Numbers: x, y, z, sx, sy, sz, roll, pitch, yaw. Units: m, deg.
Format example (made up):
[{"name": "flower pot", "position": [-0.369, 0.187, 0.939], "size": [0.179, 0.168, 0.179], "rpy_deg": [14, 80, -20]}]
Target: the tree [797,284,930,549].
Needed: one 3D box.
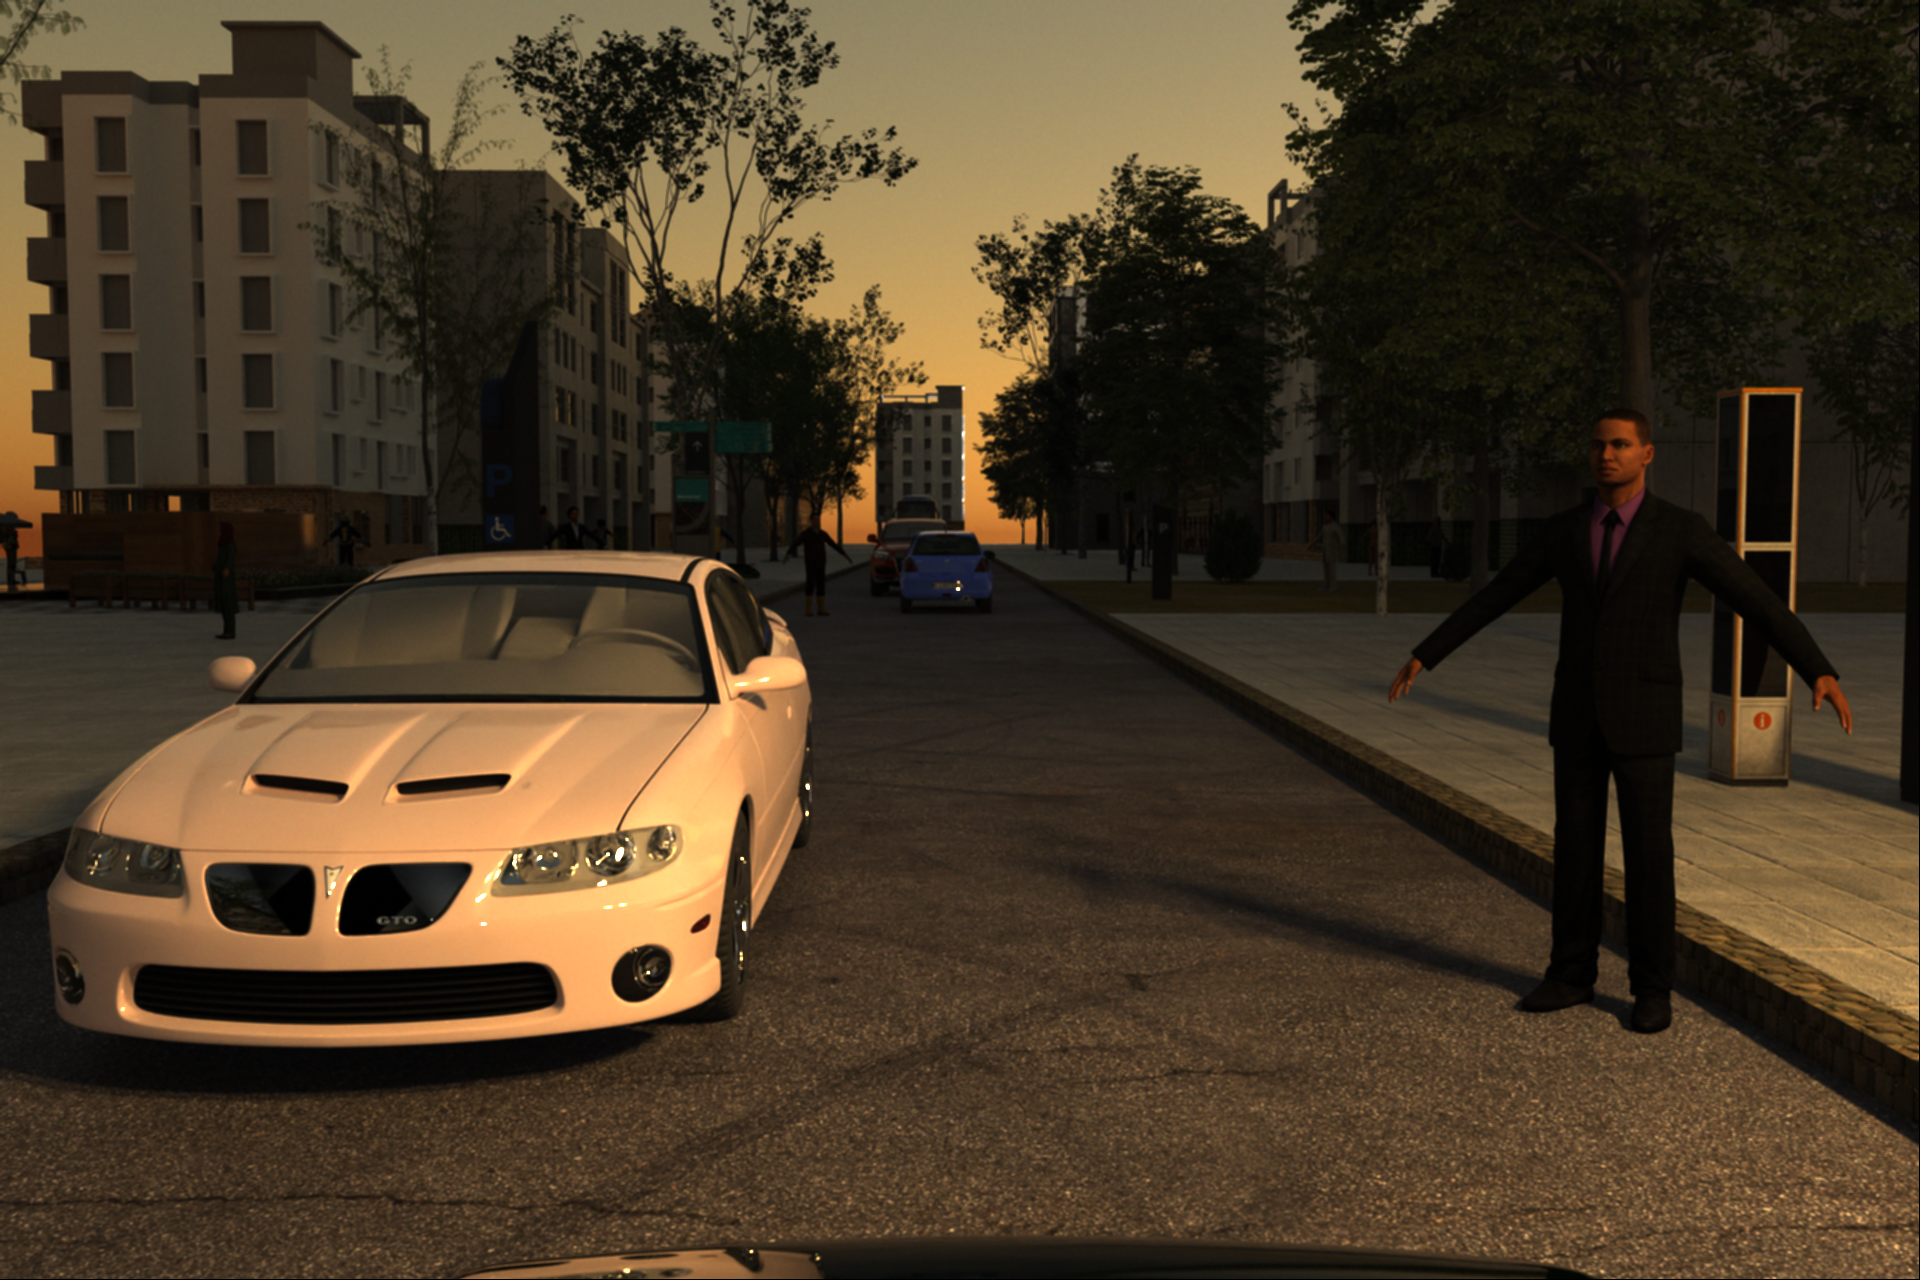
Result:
[{"name": "tree", "position": [-8.707, -16.898, 132.163], "size": [12.611, 20.169, 13.585], "rpy_deg": [0, 3, 0]}]

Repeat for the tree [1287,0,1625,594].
[{"name": "tree", "position": [10.674, -7.246, 36.601], "size": [7.486, 12.596, 7.792], "rpy_deg": [0, 3, 0]}]

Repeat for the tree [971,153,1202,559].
[{"name": "tree", "position": [6.526, -14.196, 87.989], "size": [12.611, 20.169, 13.585], "rpy_deg": [0, 3, 0]}]

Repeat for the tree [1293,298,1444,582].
[{"name": "tree", "position": [11.146, -5.834, 45.744], "size": [4.737, 8.622, 4.395], "rpy_deg": [0, 3, 0]}]

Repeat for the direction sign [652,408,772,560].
[{"name": "direction sign", "position": [-5.249, -2.965, 37.240], "size": [2.525, 3.948, 1.411], "rpy_deg": [0, 4, -1]}]

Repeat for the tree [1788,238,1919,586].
[{"name": "tree", "position": [22.334, -5.621, 42.262], "size": [4.737, 8.622, 4.395], "rpy_deg": [0, 3, 0]}]

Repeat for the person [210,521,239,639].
[{"name": "person", "position": [-9.052, -0.734, 21.212], "size": [0.599, 1.438, 0.989], "rpy_deg": [-2, 4, -32]}]

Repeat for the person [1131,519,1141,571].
[{"name": "person", "position": [6.011, -3.333, 60.457], "size": [0.705, 1.833, 1.349], "rpy_deg": [2, 4, 23]}]

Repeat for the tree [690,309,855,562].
[{"name": "tree", "position": [-8.742, -9.457, 80.378], "size": [9.928, 11.665, 9.643], "rpy_deg": [0, 3, 0]}]

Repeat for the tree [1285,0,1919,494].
[{"name": "tree", "position": [6.554, -6.032, 16.756], "size": [7.486, 12.596, 7.792], "rpy_deg": [0, 3, 0]}]

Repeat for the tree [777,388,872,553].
[{"name": "tree", "position": [-9.486, -11.749, 117.849], "size": [9.928, 11.665, 9.643], "rpy_deg": [0, 3, 0]}]

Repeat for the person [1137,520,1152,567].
[{"name": "person", "position": [7.285, -3.769, 67.553], "size": [0.705, 1.837, 1.347], "rpy_deg": [-2, 4, -34]}]

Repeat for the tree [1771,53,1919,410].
[{"name": "tree", "position": [21.235, -7.555, 33.890], "size": [12.009, 13.543, 11.850], "rpy_deg": [0, 3, 0]}]

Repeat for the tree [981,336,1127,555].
[{"name": "tree", "position": [6.399, -12.080, 107.880], "size": [12.009, 13.543, 11.850], "rpy_deg": [0, 3, 0]}]

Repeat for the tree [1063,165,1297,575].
[{"name": "tree", "position": [6.841, -8.310, 53.996], "size": [7.486, 12.596, 7.792], "rpy_deg": [0, 3, 0]}]

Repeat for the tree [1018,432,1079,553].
[{"name": "tree", "position": [5.620, -10.261, 118.122], "size": [4.360, 8.622, 3.978], "rpy_deg": [0, 3, 0]}]

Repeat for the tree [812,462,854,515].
[{"name": "tree", "position": [-18.358, -18.986, 220.785], "size": [12.009, 13.543, 11.850], "rpy_deg": [0, 3, 0]}]

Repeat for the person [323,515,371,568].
[{"name": "person", "position": [-18.145, -2.779, 51.208], "size": [1.354, 1.856, 0.705], "rpy_deg": [-1, 4, -11]}]

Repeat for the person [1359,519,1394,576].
[{"name": "person", "position": [12.861, -2.862, 53.589], "size": [0.721, 1.733, 1.217], "rpy_deg": [-3, 5, -43]}]

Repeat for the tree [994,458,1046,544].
[{"name": "tree", "position": [7.919, -18.009, 220.202], "size": [9.928, 11.665, 9.643], "rpy_deg": [0, 3, 0]}]

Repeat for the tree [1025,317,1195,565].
[{"name": "tree", "position": [6.506, -8.455, 72.650], "size": [7.601, 10.594, 8.767], "rpy_deg": [1, 4, 19]}]

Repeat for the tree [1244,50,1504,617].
[{"name": "tree", "position": [6.472, -4.653, 26.437], "size": [4.737, 8.622, 4.395], "rpy_deg": [0, 3, 0]}]

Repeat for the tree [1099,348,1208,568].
[{"name": "tree", "position": [7.028, -7.042, 65.492], "size": [4.360, 8.622, 3.978], "rpy_deg": [0, 3, 0]}]

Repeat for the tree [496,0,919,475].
[{"name": "tree", "position": [-8.121, -12.204, 55.426], "size": [12.611, 20.169, 13.585], "rpy_deg": [0, 3, 0]}]

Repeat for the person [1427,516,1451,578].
[{"name": "person", "position": [14.054, -2.744, 50.987], "size": [0.705, 1.813, 1.348], "rpy_deg": [3, 5, 42]}]

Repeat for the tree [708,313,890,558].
[{"name": "tree", "position": [-9.016, -11.228, 93.950], "size": [12.009, 13.543, 11.850], "rpy_deg": [0, 3, 0]}]

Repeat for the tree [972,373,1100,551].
[{"name": "tree", "position": [6.046, -13.875, 133.505], "size": [9.857, 13.997, 8.962], "rpy_deg": [0, 3, 0]}]

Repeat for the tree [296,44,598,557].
[{"name": "tree", "position": [-8.516, -4.691, 27.058], "size": [4.360, 8.622, 3.978], "rpy_deg": [0, 3, 0]}]

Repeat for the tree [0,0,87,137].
[{"name": "tree", "position": [-9.017, -3.775, 12.085], "size": [4.360, 8.622, 3.978], "rpy_deg": [0, 3, 0]}]

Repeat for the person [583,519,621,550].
[{"name": "person", "position": [-13.006, -3.469, 62.862], "size": [1.345, 1.843, 0.704], "rpy_deg": [-1, 4, -8]}]

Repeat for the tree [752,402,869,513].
[{"name": "tree", "position": [-9.084, -10.543, 106.790], "size": [7.601, 10.594, 8.767], "rpy_deg": [2, 4, 25]}]

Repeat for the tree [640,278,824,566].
[{"name": "tree", "position": [-9.048, -8.860, 70.619], "size": [9.928, 11.665, 9.643], "rpy_deg": [0, 3, 0]}]
